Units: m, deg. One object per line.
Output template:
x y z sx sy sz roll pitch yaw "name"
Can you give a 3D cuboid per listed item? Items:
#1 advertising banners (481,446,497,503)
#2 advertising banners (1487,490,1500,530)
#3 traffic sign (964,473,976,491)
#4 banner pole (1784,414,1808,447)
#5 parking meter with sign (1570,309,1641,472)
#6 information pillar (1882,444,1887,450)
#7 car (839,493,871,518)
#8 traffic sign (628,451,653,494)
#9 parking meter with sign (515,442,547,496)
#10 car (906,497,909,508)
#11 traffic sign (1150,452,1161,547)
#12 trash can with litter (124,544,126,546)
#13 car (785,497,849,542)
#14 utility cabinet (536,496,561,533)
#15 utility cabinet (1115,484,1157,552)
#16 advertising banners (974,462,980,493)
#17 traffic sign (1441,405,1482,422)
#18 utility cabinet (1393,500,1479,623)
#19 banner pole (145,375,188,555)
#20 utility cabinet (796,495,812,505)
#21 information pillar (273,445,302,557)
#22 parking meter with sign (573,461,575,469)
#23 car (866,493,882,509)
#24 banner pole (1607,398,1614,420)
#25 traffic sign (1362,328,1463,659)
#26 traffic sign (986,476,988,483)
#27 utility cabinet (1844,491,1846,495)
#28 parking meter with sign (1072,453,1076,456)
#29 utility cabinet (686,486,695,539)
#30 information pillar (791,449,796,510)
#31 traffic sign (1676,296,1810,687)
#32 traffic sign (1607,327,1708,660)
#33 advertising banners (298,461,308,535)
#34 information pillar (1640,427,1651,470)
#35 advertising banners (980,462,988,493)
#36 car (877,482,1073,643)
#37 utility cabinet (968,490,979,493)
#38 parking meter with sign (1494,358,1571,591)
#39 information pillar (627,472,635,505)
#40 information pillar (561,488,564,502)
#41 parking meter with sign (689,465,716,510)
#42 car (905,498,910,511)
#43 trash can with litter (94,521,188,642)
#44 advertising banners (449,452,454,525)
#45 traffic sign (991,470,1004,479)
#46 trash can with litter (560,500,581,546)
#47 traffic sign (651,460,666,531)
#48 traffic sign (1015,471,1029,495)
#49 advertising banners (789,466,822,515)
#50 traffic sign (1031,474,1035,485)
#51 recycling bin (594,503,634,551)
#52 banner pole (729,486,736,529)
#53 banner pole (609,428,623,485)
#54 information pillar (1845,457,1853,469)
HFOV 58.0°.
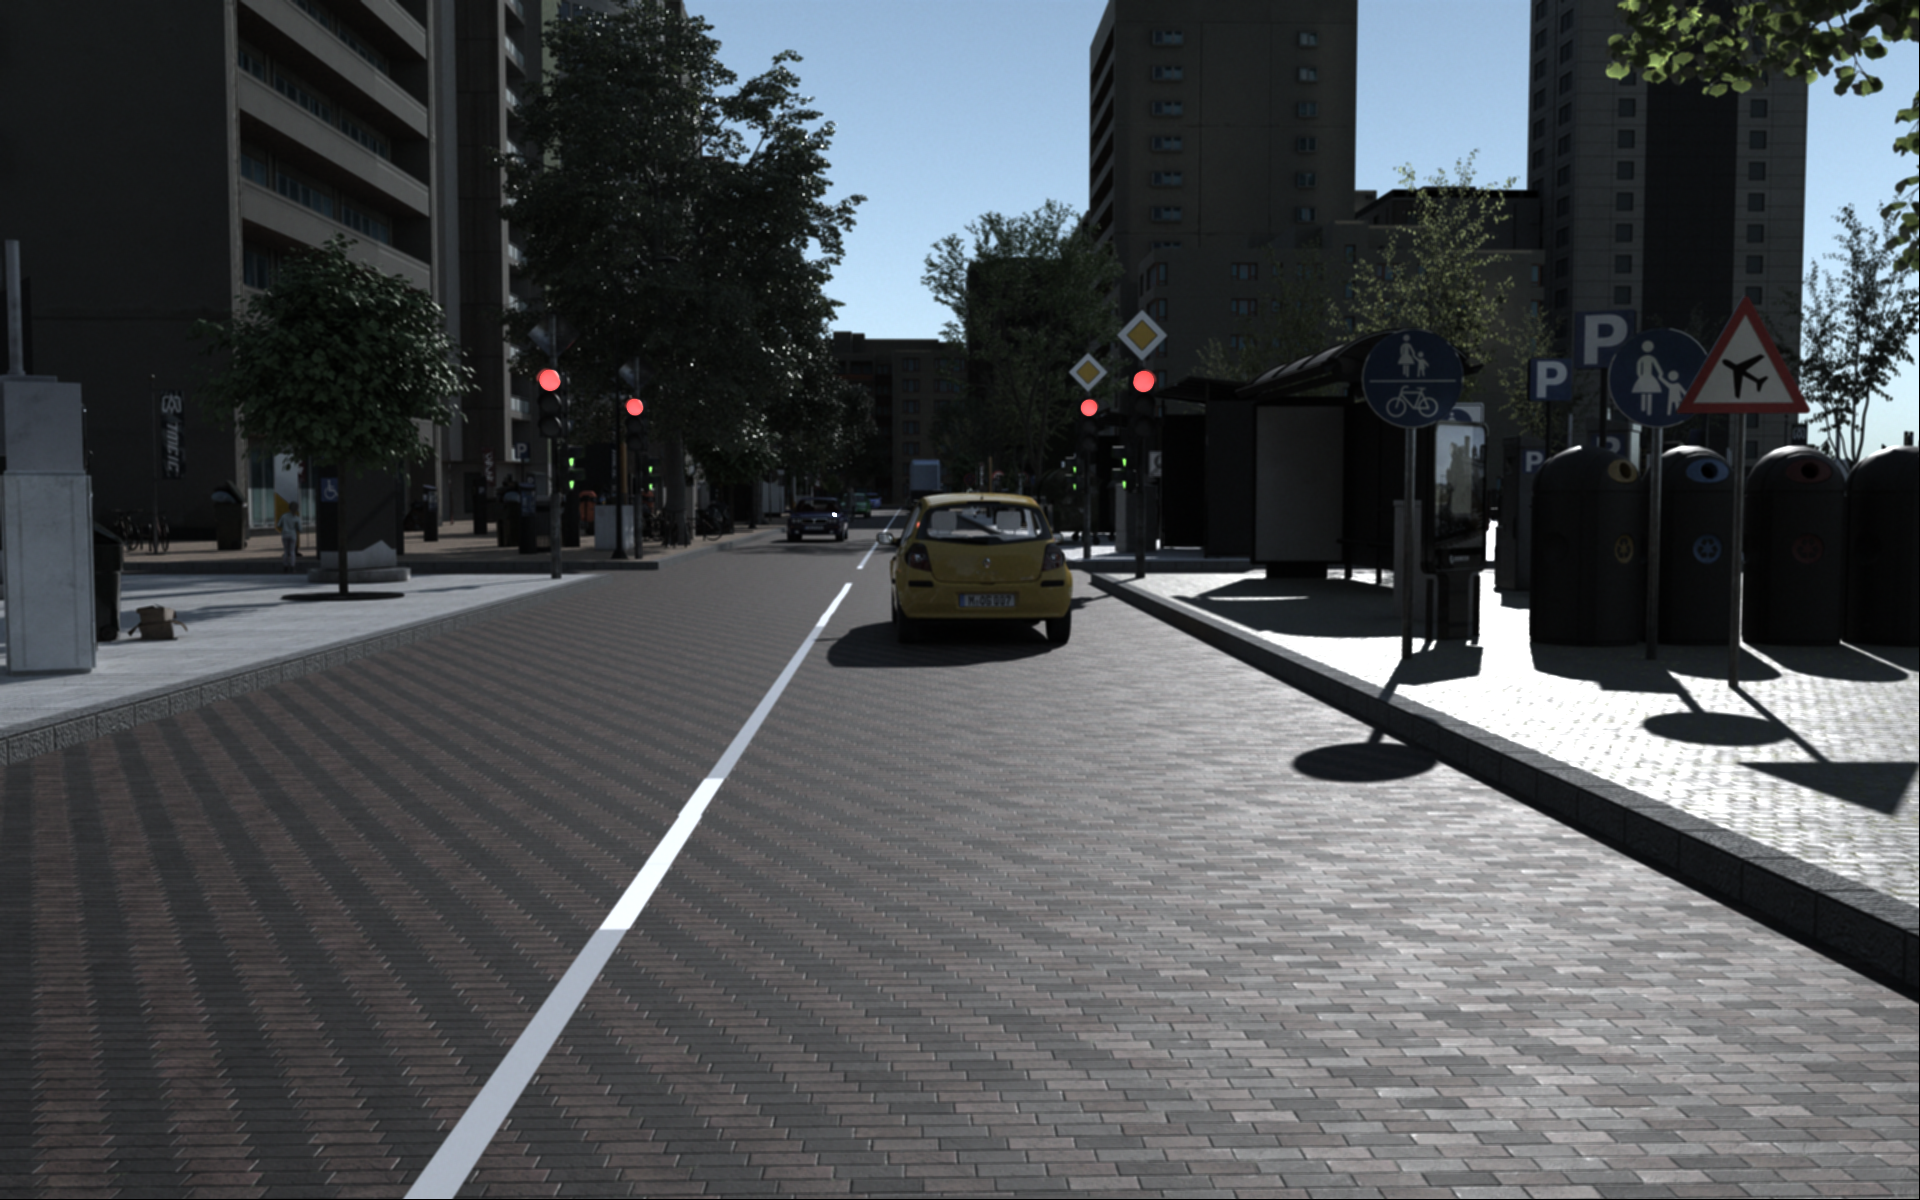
-16.562 -4.137 63.820 2.074 3.025 0.090 -1 4 -11 "advertising banners"
18.846 -4.044 62.300 2.074 3.025 0.090 2 4 25 "advertising banners"
0.604 -6.432 105.273 0.768 2.556 0.104 0 4 3 "traffic sign"
26.044 -3.923 54.163 0.863 3.779 0.401 1 4 10 "banner pole"
6.534 -1.285 17.268 0.543 3.016 1.738 2 4 29 "parking meter with sign"
43.124 -5.463 80.670 0.183 3.616 0.504 -2 4 -34 "information pillar"
-6.306 -5.809 103.766 1.959 1.807 4.718 0 3 0 "car"
-9.289 -3.073 50.352 0.768 2.556 0.104 0 4 5 "traffic sign"
-14.462 -3.851 59.224 0.543 3.016 1.738 1 4 20 "parking meter with sign"
-4.683 -10.295 180.677 2.083 1.381 4.827 0 4 -3 "car"
4.826 -2.408 41.506 0.606 2.300 0.079 0 4 3 "traffic sign"
-21.646 -1.942 42.806 2.233 1.210 1.678 2 4 23 "trash can with litter"
-4.380 -2.503 53.503 1.945 1.354 3.894 0 4 -1 "car"
-13.563 -2.782 56.642 1.020 1.237 0.306 -1 4 -18 "utility cabinet"
3.894 -1.806 38.204 0.318 1.500 1.173 3 5 40 "utility cabinet"
0.833 -5.889 92.480 0.090 3.025 2.074 0 4 4 "advertising banners"
5.559 -1.062 19.497 0.606 2.300 0.079 0 4 4 "traffic sign"
4.861 -0.399 17.685 0.306 1.237 1.020 -2 4 -24 "utility cabinet"
-16.742 -2.842 36.491 0.863 3.779 0.401 -2 4 -31 "banner pole"
-8.222 -4.823 90.018 1.020 1.237 0.306 0 4 -6 "utility cabinet"
-13.817 -2.702 35.528 0.504 3.616 0.183 -3 5 -44 "information pillar"
-20.372 -5.715 89.696 0.543 3.016 1.738 0 4 4 "parking meter with sign"
-8.388 -9.482 164.615 1.945 1.707 3.694 0 3 0 "car"
16.685 -3.334 44.529 0.401 3.779 0.863 2 4 31 "banner pole"
3.481 -0.814 13.410 0.768 2.556 0.104 0 4 5 "traffic sign"
2.015 -6.638 108.634 0.768 2.556 0.104 0 4 5 "traffic sign"
19.017 -1.741 37.138 1.173 1.500 0.318 3 4 37 "utility cabinet"
5.656 -4.725 73.520 1.738 3.016 0.543 1 4 10 "parking meter with sign"
-7.741 -2.490 49.384 0.318 1.500 1.173 0 4 -6 "utility cabinet"
-7.916 -5.569 82.399 0.183 3.616 0.504 -1 4 -21 "information pillar"
5.161 -0.702 11.484 0.884 2.594 0.081 0 4 -1 "traffic sign"
5.363 -0.810 13.356 0.768 2.556 0.104 0 4 8 "traffic sign"
-15.034 -2.746 41.088 2.074 3.025 0.090 1 4 12 "advertising banners"
14.246 -2.713 35.720 0.183 3.616 0.504 1 4 9 "information pillar"
1.636 -6.078 95.566 0.090 3.025 2.074 3 4 37 "advertising banners"
0.141 -0.484 18.141 2.015 1.641 3.980 0 4 -3 "car"
0.804 -5.830 104.000 0.318 1.500 1.173 1 4 21 "utility cabinet"
7.580 -1.645 23.150 0.543 3.016 1.738 0 3 0 "parking meter with sign"
-10.746 -3.216 57.073 0.304 2.012 0.304 -2 4 -34 "information pillar"
-16.765 -4.232 73.691 0.304 2.012 0.304 1 4 14 "information pillar"
-15.724 -6.727 106.253 1.738 3.016 0.543 -3 5 -45 "parking meter with sign"
-3.705 -8.502 150.802 2.131 1.459 4.920 0 4 -2 "car"
-7.407 -0.238 15.283 1.055 1.170 0.624 -1 4 -23 "trash can with litter"
-21.189 -4.643 72.093 0.090 3.025 2.074 -1 4 -13 "advertising banners"
2.074 -5.679 92.963 0.768 2.556 0.104 0 4 4 "traffic sign"
-9.789 -1.934 43.000 0.624 1.170 1.055 -2 4 -27 "trash can with litter"
-10.707 -3.720 60.930 0.768 2.556 0.104 0 4 5 "traffic sign"
3.416 -5.838 95.559 0.768 2.556 0.104 0 4 6 "traffic sign"
-9.540 -6.770 106.871 2.074 3.025 0.090 0 4 -6 "advertising banners"
4.864 -6.724 110.043 0.768 2.556 0.104 0 4 4 "traffic sign"
-7.852 -1.638 39.336 0.722 1.027 0.722 0 4 7 "recycling bin"
-8.558 -4.554 64.471 0.401 3.779 0.863 0 4 -8 "banner pole"
-11.468 -4.166 58.128 0.401 3.779 0.863 3 4 37 "banner pole"
54.098 -6.977 105.433 0.504 3.616 0.183 3 4 37 "information pillar"
